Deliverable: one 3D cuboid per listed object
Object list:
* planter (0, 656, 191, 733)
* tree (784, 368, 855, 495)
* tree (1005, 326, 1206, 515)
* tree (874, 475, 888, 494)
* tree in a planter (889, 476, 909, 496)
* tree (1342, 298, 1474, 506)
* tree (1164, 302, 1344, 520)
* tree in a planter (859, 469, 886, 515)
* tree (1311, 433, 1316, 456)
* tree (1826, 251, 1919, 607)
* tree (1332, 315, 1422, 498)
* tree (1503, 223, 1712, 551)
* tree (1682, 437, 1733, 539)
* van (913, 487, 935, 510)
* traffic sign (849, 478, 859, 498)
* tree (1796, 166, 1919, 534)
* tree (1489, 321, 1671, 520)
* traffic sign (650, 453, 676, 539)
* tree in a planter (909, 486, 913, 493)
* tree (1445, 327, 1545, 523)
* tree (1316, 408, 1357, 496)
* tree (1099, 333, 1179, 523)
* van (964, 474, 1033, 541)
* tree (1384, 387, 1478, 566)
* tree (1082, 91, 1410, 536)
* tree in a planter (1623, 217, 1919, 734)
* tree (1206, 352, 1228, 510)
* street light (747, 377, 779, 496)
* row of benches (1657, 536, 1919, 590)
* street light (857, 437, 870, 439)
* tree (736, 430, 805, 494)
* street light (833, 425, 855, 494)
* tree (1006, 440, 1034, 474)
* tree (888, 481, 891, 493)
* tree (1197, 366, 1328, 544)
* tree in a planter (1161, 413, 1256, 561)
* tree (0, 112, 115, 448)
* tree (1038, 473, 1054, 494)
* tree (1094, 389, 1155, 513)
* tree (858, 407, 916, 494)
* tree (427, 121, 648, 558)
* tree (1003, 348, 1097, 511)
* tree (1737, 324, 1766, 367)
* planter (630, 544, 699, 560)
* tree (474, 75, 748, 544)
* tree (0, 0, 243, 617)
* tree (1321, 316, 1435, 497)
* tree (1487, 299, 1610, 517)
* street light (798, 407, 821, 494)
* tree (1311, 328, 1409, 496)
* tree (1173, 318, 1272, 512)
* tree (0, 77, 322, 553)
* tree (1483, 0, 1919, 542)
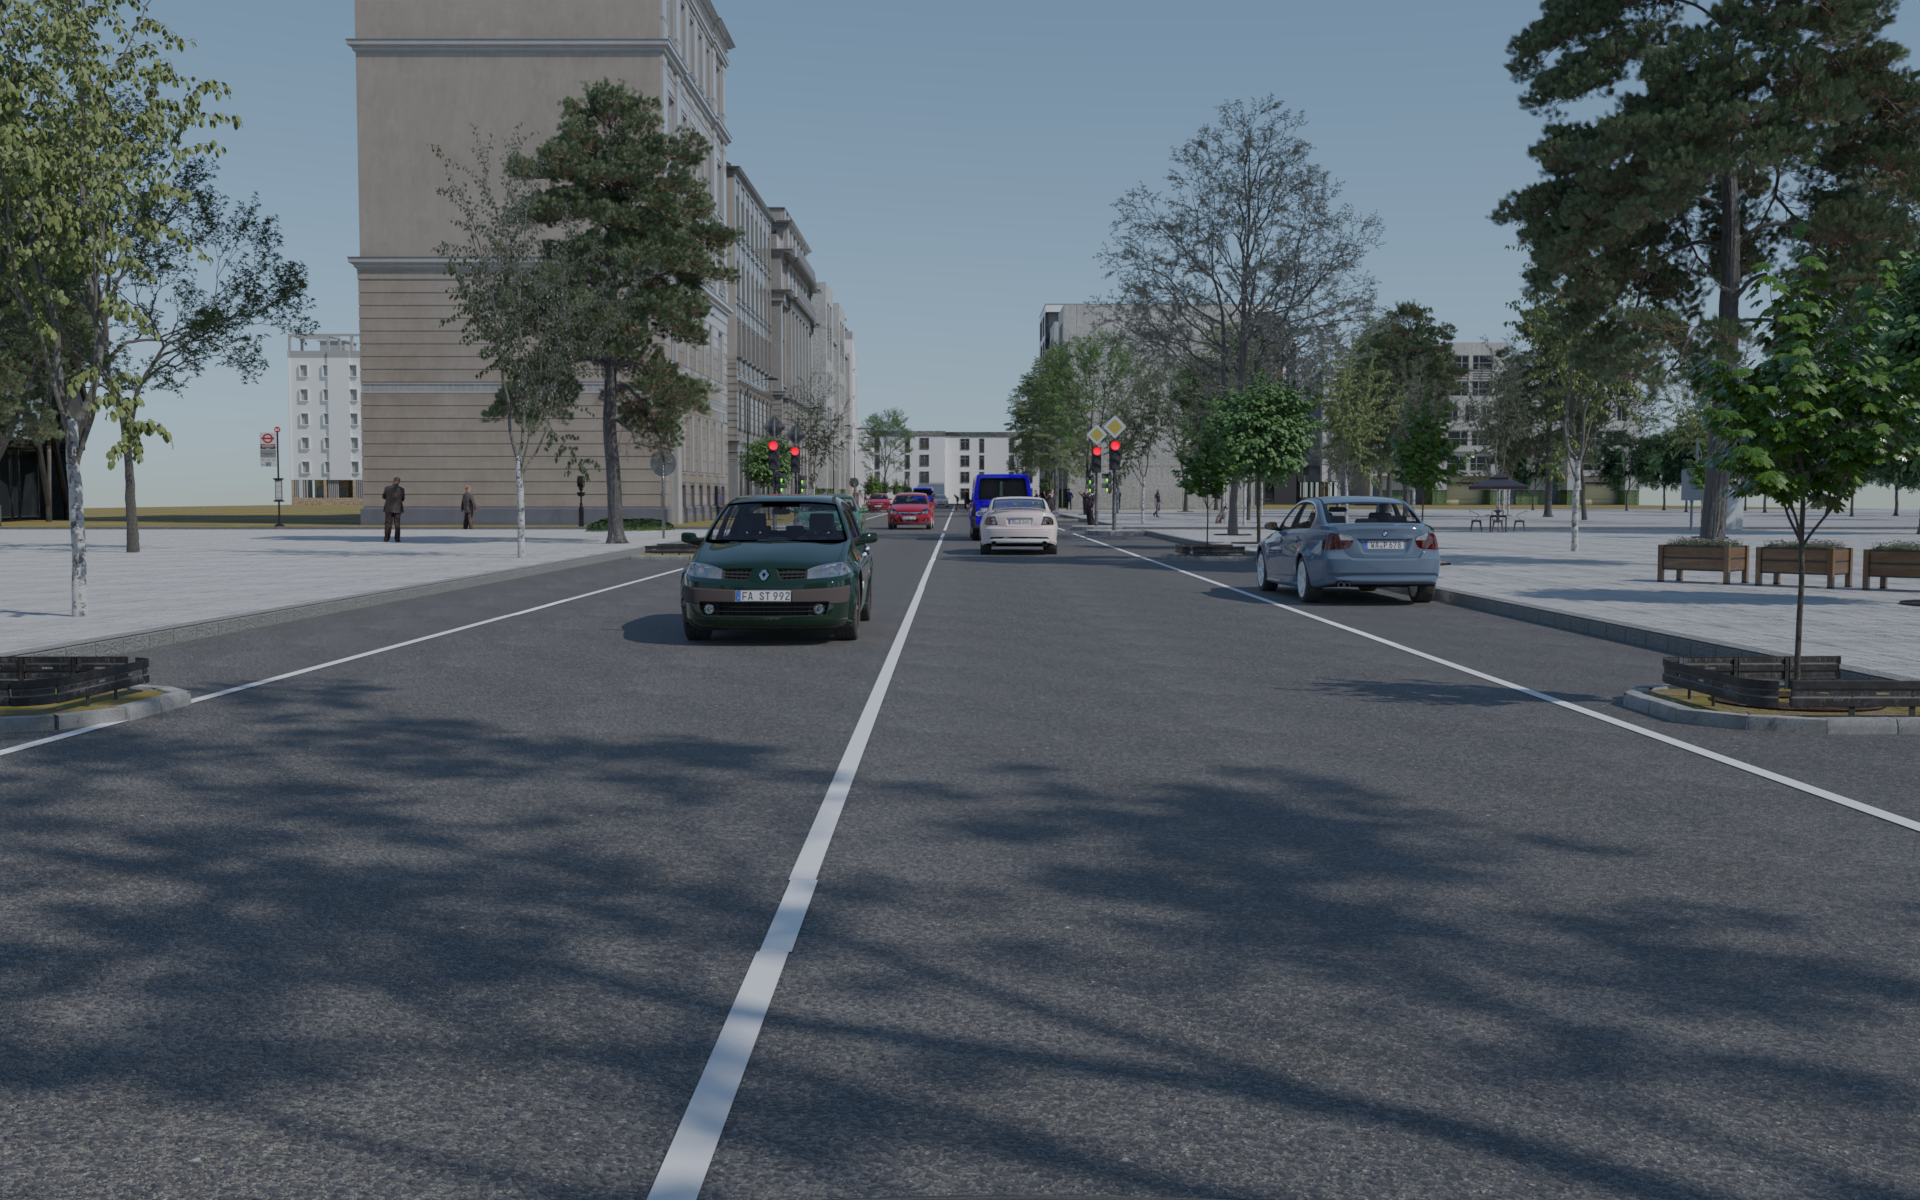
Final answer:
[{"bbox_3d":[-6.231,0.601,11.311,1.991,0.319,1.994,0,3,0],"label":"planter"},{"bbox_3d":[-8.406,-9.264,101.828,4.360,8.622,3.978,0,3,0],"label":"tree"},{"bbox_3d":[7.988,-11.021,105.945,9.928,11.665,9.643,0,3,0],"label":"tree"},{"bbox_3d":[-8.687,-11.095,175.999,1.663,3.219,1.824,0,3,0],"label":"tree"},{"bbox_3d":[-6.278,-10.642,171.221,1.991,3.239,1.994,0,3,0],"label":"tree in a planter"},{"bbox_3d":[24.588,-10.600,95.368,6.751,12.117,7.091,0,3,0],"label":"tree"},{"bbox_3d":[14.007,-9.141,83.868,8.767,10.594,7.601,0,4,0],"label":"tree"},{"bbox_3d":[-6.253,-7.628,121.945,1.991,3.239,1.994,0,3,0],"label":"tree in a planter"},{"bbox_3d":[18.549,-9.455,104.944,4.360,8.622,3.978,0,3,0],"label":"tree"},{"bbox_3d":[11.578,-2.211,19.864,4.285,4.588,4.351,0,3,0],"label":"tree"},{"bbox_3d":[30.258,-13.126,122.029,7.806,13.903,7.818,0,3,0],"label":"tree"},{"bbox_3d":[13.996,-5.402,38.690,4.737,8.622,4.395,0,3,0],"label":"tree"},{"bbox_3d":[21.740,-3.408,50.316,1.663,3.219,1.824,0,3,0],"label":"tree"},{"bbox_3d":[-3.287,-9.202,154.833,2.240,2.365,5.245,0,4,1],"label":"van"},{"bbox_3d":[-8.367,-8.366,136.882,0.768,2.556,0.104,0,4,6],"label":"traffic sign"},{"bbox_3d":[30.704,-9.049,54.610,9.857,13.997,8.962,0,3,0],"label":"tree"},{"bbox_3d":[30.709,-9.226,85.257,8.767,10.594,7.601,0,4,-7],"label":"tree"},{"bbox_3d":[-8.537,-3.040,49.812,0.768,2.556,0.104,0,4,8],"label":"traffic sign"},{"bbox_3d":[-6.294,-12.290,198.164,1.991,3.239,1.994,0,3,0],"label":"tree in a planter"},{"bbox_3d":[23.855,-7.728,76.718,4.360,8.622,3.978,0,3,0],"label":"tree"},{"bbox_3d":[30.741,-11.693,141.539,4.360,8.622,3.978,0,3,0],"label":"tree"},{"bbox_3d":[8.018,-7.676,75.871,4.360,8.622,3.978,0,3,0],"label":"tree"},{"bbox_3d":[1.270,-3.095,54.988,2.240,2.365,5.245,0,4,-1],"label":"van"},{"bbox_3d":[8.538,-2.251,31.405,1.663,3.219,1.824,0,3,0],"label":"tree"},{"bbox_3d":[8.527,-8.730,53.108,12.009,13.543,11.850,0,3,0],"label":"tree"},{"bbox_3d":[5.479,-0.857,11.234,1.991,3.239,1.994,0,3,0],"label":"tree in a planter"},{"bbox_3d":[16.174,-12.147,124.360,9.928,11.665,9.643,0,3,0],"label":"tree"},{"bbox_3d":[-7.906,-5.898,68.968,1.470,5.913,1.316,0,3,0],"label":"street light"},{"bbox_3d":[11.647,-0.527,24.082,1.422,0.672,4.104,-3,5,-40],"label":"row of benches"},{"bbox_3d":[-7.994,-10.257,140.249,1.470,5.913,1.316,0,3,0],"label":"street light"},{"bbox_3d":[-9.345,-6.221,85.426,4.285,4.588,4.351,0,3,0],"label":"tree"},{"bbox_3d":[-7.951,-8.789,116.238,1.470,5.913,1.316,0,3,0],"label":"street light"},{"bbox_3d":[7.563,-16.625,222.184,4.737,8.622,4.395,0,3,0],"label":"tree"},{"bbox_3d":[-9.595,-13.550,216.138,1.663,3.219,1.824,0,3,0],"label":"tree"},{"bbox_3d":[7.821,-3.734,44.770,4.285,4.588,4.351,0,3,0],"label":"tree"},{"bbox_3d":[5.469,-2.505,38.178,1.991,3.239,1.994,0,3,0],"label":"tree in a planter"},{"bbox_3d":[-30.409,-8.913,53.157,7.806,13.903,7.818,0,3,0],"label":"tree"},{"bbox_3d":[7.756,-9.841,155.500,1.663,3.219,1.824,0,3,0],"label":"tree"},{"bbox_3d":[10.707,-10.083,115.219,4.737,8.622,4.395,0,3,0],"label":"tree"},{"bbox_3d":[-8.903,-17.093,205.233,9.928,11.665,9.643,0,3,0],"label":"tree"},{"bbox_3d":[-8.672,-5.146,34.494,4.360,8.622,3.978,0,3,0],"label":"tree"},{"bbox_3d":[7.039,-13.222,134.307,7.486,12.596,7.792,0,3,0],"label":"tree"},{"bbox_3d":[32.926,-7.470,72.491,4.360,8.622,3.978,0,3,0],"label":"tree"},{"bbox_3d":[-6.238,-1.084,38.870,1.991,0.319,1.994,0,3,0],"label":"planter"},{"bbox_3d":[-9.016,-7.495,44.592,6.751,12.117,7.091,0,3,0],"label":"tree"},{"bbox_3d":[-9.291,-4.117,17.674,4.737,8.622,4.395,0,3,0],"label":"tree"},{"bbox_3d":[26.636,-11.743,110.132,7.486,12.596,7.792,0,3,0],"label":"tree"},{"bbox_3d":[32.634,-10.622,95.727,6.751,12.117,7.091,0,3,0],"label":"tree"},{"bbox_3d":[-8.047,-7.307,92.007,1.470,5.913,1.316,0,3,0],"label":"street light"},{"bbox_3d":[17.015,-7.635,75.202,4.737,8.622,4.395,0,3,0],"label":"tree"},{"bbox_3d":[17.442,-11.847,111.829,7.486,12.596,7.792,0,3,0],"label":"tree"},{"bbox_3d":[-18.162,-6.338,38.046,8.767,10.594,7.601,0,4,-6],"label":"tree"},{"bbox_3d":[13.703,-7.527,30.490,7.806,13.903,7.818,0,3,0],"label":"tree"}]
